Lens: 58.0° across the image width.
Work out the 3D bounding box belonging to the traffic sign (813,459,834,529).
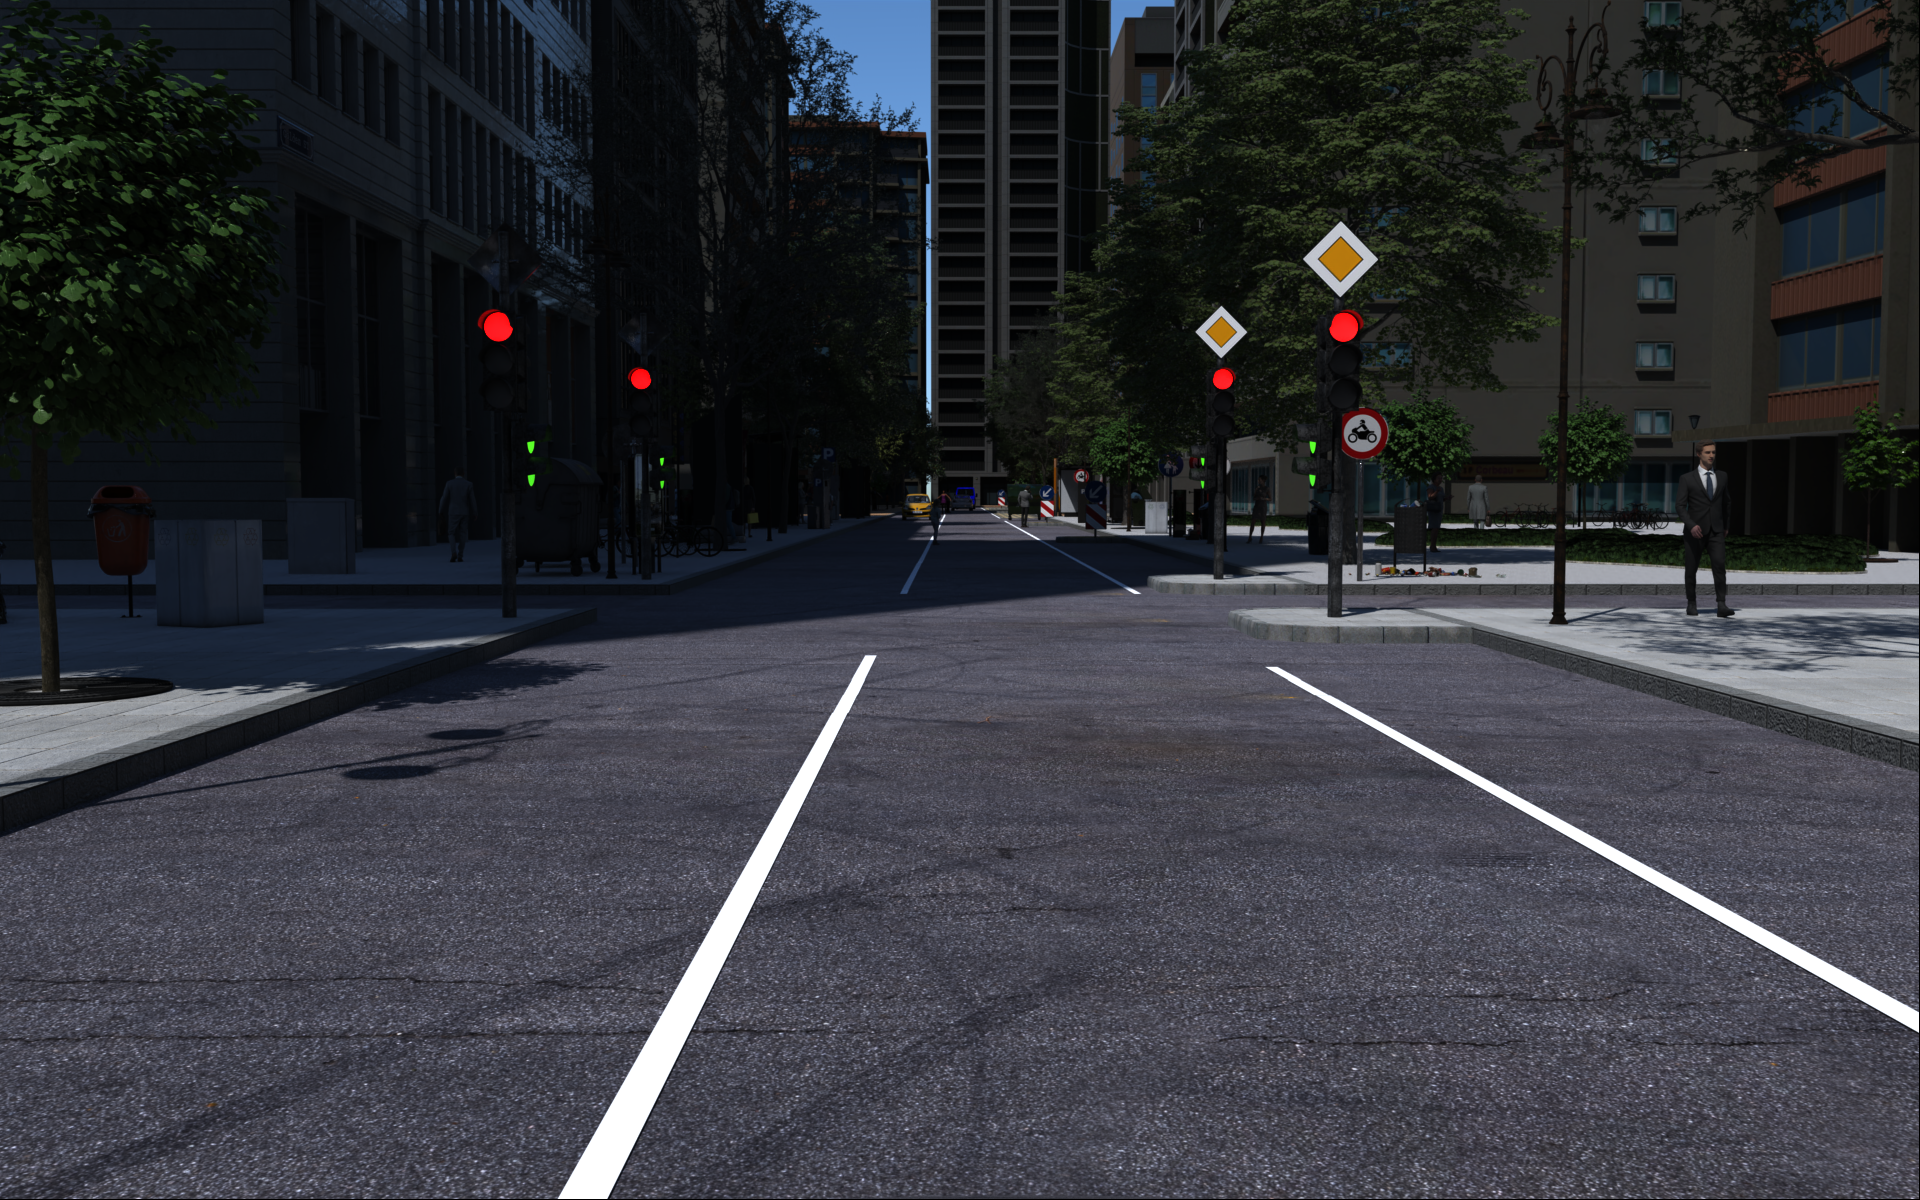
[{"bbox_3d":[-4.949,-3.827,62.683,0.768,2.556,0.104,0,4,7],"label":"traffic sign"}]

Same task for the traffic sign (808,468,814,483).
[{"bbox_3d":[-5.575,-3.965,66.964,0.606,2.300,0.079,1,4,9],"label":"traffic sign"}]

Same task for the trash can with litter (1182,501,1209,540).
[{"bbox_3d":[6.801,-2.269,48.482,1.055,1.170,0.624,-1,4,-21],"label":"trash can with litter"}]

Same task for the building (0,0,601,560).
[{"bbox_3d":[-18.586,-16.523,47.643,11.434,29.767,29.804,0,4,0],"label":"building"}]

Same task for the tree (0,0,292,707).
[{"bbox_3d":[-5.847,-1.675,11.103,4.285,4.588,4.351,0,3,0],"label":"tree"}]

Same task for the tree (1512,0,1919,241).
[{"bbox_3d":[6.785,-4.656,10.537,8.767,10.594,7.601,1,4,9],"label":"tree"}]

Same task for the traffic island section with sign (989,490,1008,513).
[{"bbox_3d":[3.604,-9.006,155.874,1.989,1.847,2.006,0,4,0],"label":"traffic island section with sign"}]

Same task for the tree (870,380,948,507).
[{"bbox_3d":[-5.651,-15.693,173.595,9.611,12.733,9.660,0,3,0],"label":"tree"}]

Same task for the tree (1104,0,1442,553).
[{"bbox_3d":[6.751,-7.692,43.895,7.486,12.596,7.792,0,3,0],"label":"tree"}]

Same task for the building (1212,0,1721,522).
[{"bbox_3d":[24.995,-28.350,87.221,21.300,48.544,21.600,0,4,0],"label":"building"}]

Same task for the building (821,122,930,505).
[{"bbox_3d":[-18.097,-33.546,203.102,28.867,44.769,22.147,0,4,0],"label":"building"}]

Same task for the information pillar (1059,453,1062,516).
[{"bbox_3d":[5.768,-6.613,99.471,0.183,3.616,0.504,-1,4,-9],"label":"information pillar"}]

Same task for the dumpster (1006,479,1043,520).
[{"bbox_3d":[3.516,-5.467,94.339,1.985,2.255,1.502,0,3,0],"label":"dumpster"}]

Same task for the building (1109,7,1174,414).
[{"bbox_3d":[21.440,-31.266,161.305,14.600,45.320,14.200,0,4,0],"label":"building"}]

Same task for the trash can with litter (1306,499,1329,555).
[{"bbox_3d":[7.846,-1.541,36.581,1.055,1.170,0.624,2,4,24],"label":"trash can with litter"}]

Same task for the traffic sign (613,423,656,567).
[{"bbox_3d":[-5.724,-1.858,30.488,0.768,2.556,0.104,0,4,1],"label":"traffic sign"}]

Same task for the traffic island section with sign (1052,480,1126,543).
[{"bbox_3d":[3.858,-2.612,51.341,1.989,1.847,2.006,0,4,0],"label":"traffic island section with sign"}]

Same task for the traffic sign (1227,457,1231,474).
[{"bbox_3d":[8.102,-3.318,54.349,0.768,2.556,0.104,0,4,8],"label":"traffic sign"}]

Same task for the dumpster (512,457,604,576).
[{"bbox_3d":[-6.470,-1.334,27.564,1.264,1.857,1.865,0,3,0],"label":"dumpster"}]

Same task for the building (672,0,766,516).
[{"bbox_3d":[-24.259,-29.812,111.134,21.300,48.544,21.600,0,4,0],"label":"building"}]

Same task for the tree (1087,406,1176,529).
[{"bbox_3d":[6.362,-4.901,63.849,4.285,4.588,4.351,0,3,0],"label":"tree"}]

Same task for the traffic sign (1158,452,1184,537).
[{"bbox_3d":[6.356,-3.190,52.268,0.768,2.556,0.104,0,4,6],"label":"traffic sign"}]

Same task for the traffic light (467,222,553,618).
[{"bbox_3d":[-4.673,-1.773,17.911,0.839,4.253,0.868,0,4,0],"label":"traffic light"}]

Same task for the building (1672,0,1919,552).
[{"bbox_3d":[33.959,-23.736,42.716,28.867,44.769,22.147,0,4,0],"label":"building"}]

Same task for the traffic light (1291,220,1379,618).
[{"bbox_3d":[3.889,-1.775,17.947,0.839,4.253,0.868,0,4,0],"label":"traffic light"}]

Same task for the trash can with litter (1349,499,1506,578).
[{"bbox_3d":[7.384,-0.984,27.141,2.233,1.210,1.678,3,4,37],"label":"trash can with litter"}]

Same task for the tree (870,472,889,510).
[{"bbox_3d":[-6.333,-8.690,136.684,1.663,3.219,1.824,0,3,0],"label":"tree"}]

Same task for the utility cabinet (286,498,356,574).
[{"bbox_3d":[-10.276,-1.022,27.876,1.020,1.237,0.306,0,4,8],"label":"utility cabinet"}]

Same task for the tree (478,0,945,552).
[{"bbox_3d":[-5.322,-7.837,38.511,12.009,13.543,11.850,0,3,0],"label":"tree"}]

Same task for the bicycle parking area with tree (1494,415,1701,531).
[{"bbox_3d":[25.586,-4.791,65.329,9.016,4.147,8.231,-1,4,-15],"label":"bicycle parking area with tree"}]

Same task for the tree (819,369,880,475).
[{"bbox_3d":[-6.251,-9.222,101.137,4.360,8.622,3.978,0,3,0],"label":"tree"}]

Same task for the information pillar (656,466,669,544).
[{"bbox_3d":[-7.740,-2.478,45.015,0.304,2.012,0.304,0,4,5],"label":"information pillar"}]

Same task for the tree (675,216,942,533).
[{"bbox_3d":[-5.549,-7.440,56.061,7.601,10.594,8.767,3,5,39],"label":"tree"}]

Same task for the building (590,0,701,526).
[{"bbox_3d":[-19.884,-17.217,75.013,14.314,27.812,24.014,0,4,0],"label":"building"}]

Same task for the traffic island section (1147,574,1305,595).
[{"bbox_3d":[3.909,-0.230,26.046,2.009,0.180,2.903,0,4,0],"label":"traffic island section"}]

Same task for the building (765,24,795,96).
[{"bbox_3d":[-28.292,-30.763,157.591,28.867,44.769,22.147,0,4,0],"label":"building"}]

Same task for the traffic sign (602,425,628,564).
[{"bbox_3d":[-6.208,-1.944,31.897,0.768,2.556,0.104,0,4,0],"label":"traffic sign"}]

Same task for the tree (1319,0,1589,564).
[{"bbox_3d":[7.174,-6.901,30.956,7.486,12.596,7.792,0,3,0],"label":"tree"}]

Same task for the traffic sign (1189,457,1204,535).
[{"bbox_3d":[6.889,-3.006,49.262,0.768,2.556,0.104,0,4,7],"label":"traffic sign"}]

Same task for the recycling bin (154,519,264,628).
[{"bbox_3d":[-7.370,-0.273,17.013,0.722,1.027,0.722,2,4,25],"label":"recycling bin"}]

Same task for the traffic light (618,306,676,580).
[{"bbox_3d":[-4.692,-2.261,25.896,0.839,4.253,0.868,0,4,0],"label":"traffic light"}]

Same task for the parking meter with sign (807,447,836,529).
[{"bbox_3d":[-5.143,-4.143,63.997,0.543,3.016,1.738,1,4,17],"label":"parking meter with sign"}]

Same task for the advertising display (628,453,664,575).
[{"bbox_3d":[-5.053,-1.387,27.897,0.123,1.923,0.974,1,4,18],"label":"advertising display"}]

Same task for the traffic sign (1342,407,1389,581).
[{"bbox_3d":[5.881,-1.548,25.409,0.768,2.556,0.104,0,4,1],"label":"traffic sign"}]

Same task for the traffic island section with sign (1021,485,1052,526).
[{"bbox_3d":[3.789,-4.261,78.296,1.989,1.847,2.006,0,4,0],"label":"traffic island section with sign"}]

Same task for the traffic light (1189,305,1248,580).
[{"bbox_3d":[3.869,-2.264,25.932,0.839,4.253,0.868,0,4,0],"label":"traffic light"}]

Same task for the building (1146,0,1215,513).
[{"bbox_3d":[24.019,-41.641,119.078,20.563,71.187,20.611,0,4,0],"label":"building"}]

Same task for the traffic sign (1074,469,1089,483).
[{"bbox_3d":[6.143,-5.363,87.797,0.768,2.556,0.104,0,4,3],"label":"traffic sign"}]

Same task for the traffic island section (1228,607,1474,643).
[{"bbox_3d":[3.929,0.258,18.061,2.009,0.180,2.903,0,4,0],"label":"traffic island section"}]

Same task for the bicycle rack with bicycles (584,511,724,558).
[{"bbox_3d":[-6.218,-1.366,35.711,2.925,0.926,2.852,1,4,14],"label":"bicycle rack with bicycles"}]

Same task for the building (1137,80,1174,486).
[{"bbox_3d":[30.086,-27.556,142.421,32.217,40.220,23.993,0,4,0],"label":"building"}]

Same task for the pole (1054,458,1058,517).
[{"bbox_3d":[5.460,-6.420,98.811,0.158,3.312,0.155,0,3,0],"label":"pole"}]

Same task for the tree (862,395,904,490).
[{"bbox_3d":[-5.872,-9.988,113.674,4.737,8.622,4.395,0,3,0],"label":"tree"}]

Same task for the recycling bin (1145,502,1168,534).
[{"bbox_3d":[6.404,-2.683,56.424,0.722,1.027,0.722,0,4,7],"label":"recycling bin"}]

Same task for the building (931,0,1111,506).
[{"bbox_3d":[7.043,-46.670,201.304,20.611,71.187,20.563,0,4,0],"label":"building"}]

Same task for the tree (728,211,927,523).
[{"bbox_3d":[-6.057,-10.446,77.453,9.857,13.997,8.962,0,3,0],"label":"tree"}]
